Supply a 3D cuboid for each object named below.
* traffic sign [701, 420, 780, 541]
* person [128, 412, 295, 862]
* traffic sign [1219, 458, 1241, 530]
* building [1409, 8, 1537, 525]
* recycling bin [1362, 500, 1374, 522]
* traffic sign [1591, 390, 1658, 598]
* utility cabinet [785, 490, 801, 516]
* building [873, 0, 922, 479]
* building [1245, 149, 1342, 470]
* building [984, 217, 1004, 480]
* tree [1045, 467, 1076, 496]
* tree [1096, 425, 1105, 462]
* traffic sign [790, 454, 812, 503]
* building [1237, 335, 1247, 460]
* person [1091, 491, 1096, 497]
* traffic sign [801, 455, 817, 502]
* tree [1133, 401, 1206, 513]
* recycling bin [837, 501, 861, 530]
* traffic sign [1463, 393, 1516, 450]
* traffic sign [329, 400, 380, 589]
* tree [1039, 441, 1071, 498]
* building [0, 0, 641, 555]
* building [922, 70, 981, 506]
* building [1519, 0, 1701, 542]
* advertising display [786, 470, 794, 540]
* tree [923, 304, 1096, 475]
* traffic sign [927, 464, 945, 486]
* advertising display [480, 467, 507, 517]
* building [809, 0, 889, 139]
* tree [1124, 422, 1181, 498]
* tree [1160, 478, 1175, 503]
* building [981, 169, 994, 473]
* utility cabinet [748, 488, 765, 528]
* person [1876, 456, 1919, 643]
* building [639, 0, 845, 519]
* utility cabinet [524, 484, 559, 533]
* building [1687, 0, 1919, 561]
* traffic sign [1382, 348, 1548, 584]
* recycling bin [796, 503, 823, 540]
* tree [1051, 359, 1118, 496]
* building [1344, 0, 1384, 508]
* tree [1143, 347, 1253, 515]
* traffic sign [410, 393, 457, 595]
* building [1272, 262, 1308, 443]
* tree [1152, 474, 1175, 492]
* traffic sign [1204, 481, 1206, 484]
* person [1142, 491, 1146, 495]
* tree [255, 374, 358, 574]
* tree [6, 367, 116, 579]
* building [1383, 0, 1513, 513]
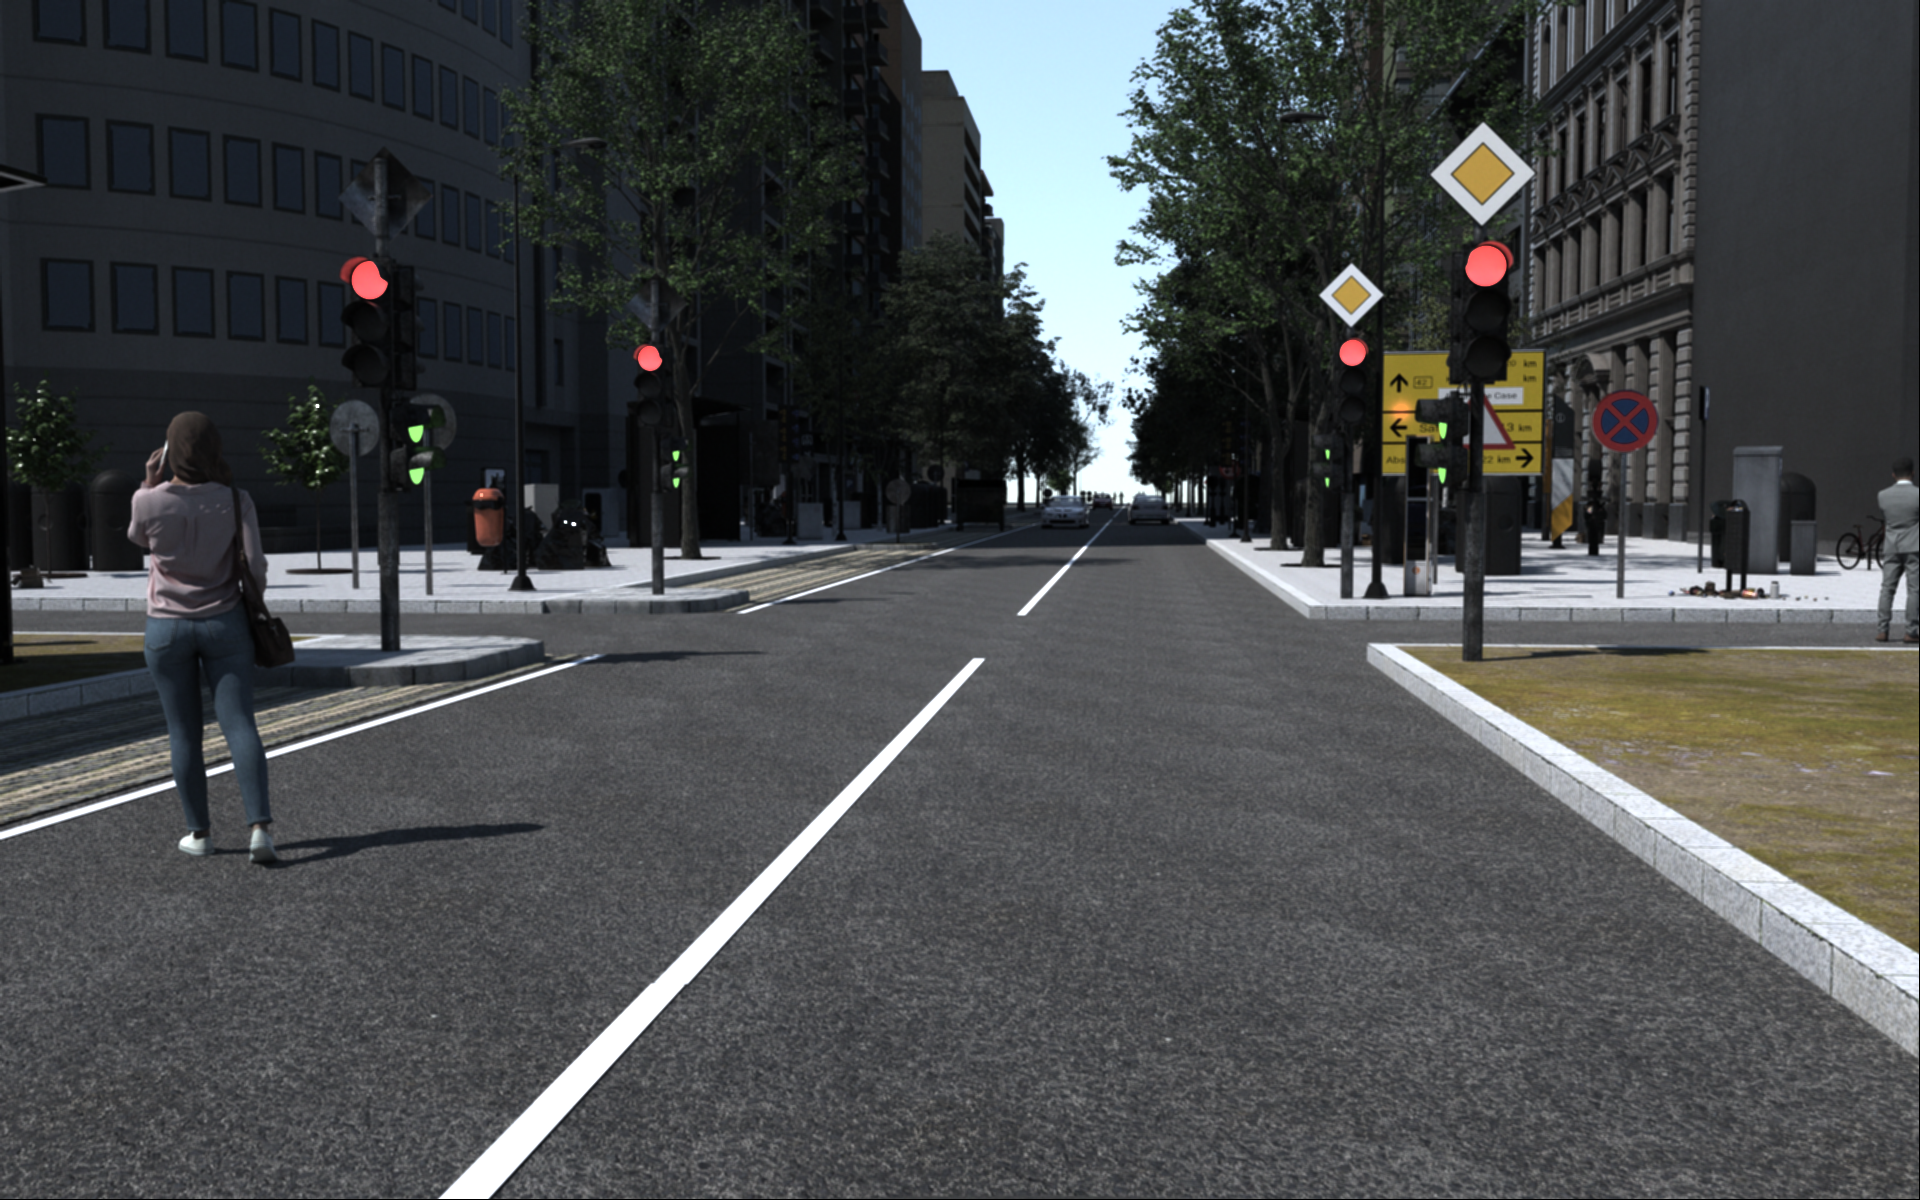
[{"bbox_3d":[-6.067,-3.288,47.632,2.265,3.308,0.079,0,4,6],"label":"traffic sign"},{"bbox_3d":[-2.914,0.142,6.770,0.593,1.750,0.643,-2,4,-25],"label":"person"},{"bbox_3d":[9.602,-3.761,61.604,0.768,2.556,0.104,1,4,13],"label":"traffic sign"},{"bbox_3d":[29.875,-15.907,79.140,14.314,24.678,30.058,0,4,6],"label":"building"},{"bbox_3d":[18.928,-4.086,79.353,0.722,1.027,0.722,-1,4,-20],"label":"recycling bin"},{"bbox_3d":[8.131,-1.293,21.251,0.768,2.556,0.104,1,4,15],"label":"traffic sign"},{"bbox_3d":[-9.349,-5.459,97.941,1.173,1.500,0.318,0,4,-8],"label":"utility cabinet"},{"bbox_3d":[-11.117,-30.894,155.233,14.600,45.320,14.200,0,4,6],"label":"building"},{"bbox_3d":[47.604,-34.772,223.139,22.147,44.769,28.867,0,4,6],"label":"building"},{"bbox_3d":[-1.162,-34.647,250.074,14.154,41.232,14.086,0,4,6],"label":"building"},{"bbox_3d":[11.133,-12.724,191.755,4.285,4.588,4.351,0,3,0],"label":"tree"},{"bbox_3d":[13.602,-19.135,223.232,12.009,13.543,11.850,0,3,0],"label":"tree"},{"bbox_3d":[-5.216,-3.430,56.079,0.884,2.594,0.081,1,4,9],"label":"traffic sign"},{"bbox_3d":[46.693,-36.374,244.818,14.600,45.320,14.200,0,4,6],"label":"building"},{"bbox_3d":[15.924,-12.031,205.741,0.750,1.759,0.617,0,4,-1],"label":"person"},{"bbox_3d":[-5.068,-3.478,56.969,0.768,2.556,0.104,1,4,13],"label":"traffic sign"},{"bbox_3d":[17.425,-12.427,137.596,8.767,10.594,7.601,2,4,29],"label":"tree"},{"bbox_3d":[-4.044,-3.038,62.227,0.722,1.027,0.722,-2,4,-33],"label":"recycling bin"},{"bbox_3d":[6.220,-1.276,20.860,0.884,2.594,0.081,0,4,6],"label":"traffic sign"},{"bbox_3d":[-8.197,-1.426,23.423,0.768,2.556,0.104,1,4,13],"label":"traffic sign"},{"bbox_3d":[8.605,-13.546,171.844,4.360,8.622,3.978,0,3,0],"label":"tree"},{"bbox_3d":[-23.133,-30.898,47.189,21.231,58.520,28.212,0,4,6],"label":"building"},{"bbox_3d":[-9.116,-35.448,203.278,21.300,48.544,21.600,0,4,6],"label":"building"},{"bbox_3d":[25.011,-13.790,54.340,11.050,23.489,19.941,0,4,6],"label":"building"},{"bbox_3d":[-4.544,-2.506,46.189,0.123,1.923,0.974,-1,4,-10],"label":"advertising display"},{"bbox_3d":[2.110,-12.282,111.177,12.009,13.543,11.850,0,3,0],"label":"tree"},{"bbox_3d":[-1.041,-4.517,73.954,0.768,2.556,0.104,1,4,12],"label":"traffic sign"},{"bbox_3d":[-11.314,-2.252,42.029,0.123,1.923,0.974,1,4,16],"label":"advertising display"},{"bbox_3d":[-17.456,-29.337,134.288,22.147,44.769,28.867,0,4,6],"label":"building"},{"bbox_3d":[25.260,-18.913,215.877,9.857,13.997,8.962,0,3,0],"label":"tree"},{"bbox_3d":[29.214,-15.520,248.353,1.663,3.219,1.824,0,3,0],"label":"tree"},{"bbox_3d":[-7.160,-35.132,229.026,22.147,44.769,28.867,0,4,6],"label":"building"},{"bbox_3d":[-7.742,-3.498,65.865,0.318,1.500,1.173,1,4,10],"label":"utility cabinet"},{"bbox_3d":[9.173,-0.495,16.780,0.511,1.800,0.466,3,4,36],"label":"person"},{"bbox_3d":[-18.222,-41.008,108.739,20.563,71.187,20.611,0,4,6],"label":"building"},{"bbox_3d":[-9.305,-1.820,38.431,0.318,1.500,1.173,1,4,13],"label":"utility cabinet"},{"bbox_3d":[30.078,-14.842,36.178,24.014,27.812,14.314,0,4,6],"label":"building"},{"bbox_3d":[7.077,-1.872,24.479,2.265,3.308,0.079,1,4,13],"label":"traffic sign"},{"bbox_3d":[-4.242,-2.217,48.810,0.722,1.027,0.722,-1,4,-9],"label":"recycling bin"},{"bbox_3d":[15.976,-23.532,240.643,12.611,20.169,13.585,0,3,0],"label":"tree"},{"bbox_3d":[34.303,-28.739,119.999,14.600,45.320,14.200,0,4,6],"label":"building"},{"bbox_3d":[15.043,-11.421,104.852,7.486,12.596,7.792,0,3,0],"label":"tree"},{"bbox_3d":[-6.742,-1.335,21.932,0.768,2.556,0.104,1,4,8],"label":"traffic sign"},{"bbox_3d":[42.726,-26.332,202.226,14.160,30.474,14.107,0,4,6],"label":"building"},{"bbox_3d":[28.329,-15.733,240.951,4.285,4.588,4.351,0,3,0],"label":"tree"},{"bbox_3d":[13.086,-5.492,89.803,0.884,2.594,0.081,1,4,12],"label":"traffic sign"},{"bbox_3d":[25.179,-14.022,237.891,1.348,1.807,0.705,-1,4,-9],"label":"person"},{"bbox_3d":[-10.544,-2.045,28.032,1.663,3.219,1.824,0,3,0],"label":"tree"},{"bbox_3d":[-13.887,-1.958,26.620,1.663,3.219,1.824,0,3,0],"label":"tree"},{"bbox_3d":[32.770,-25.841,106.090,14.154,41.232,14.086,0,4,6],"label":"building"}]
